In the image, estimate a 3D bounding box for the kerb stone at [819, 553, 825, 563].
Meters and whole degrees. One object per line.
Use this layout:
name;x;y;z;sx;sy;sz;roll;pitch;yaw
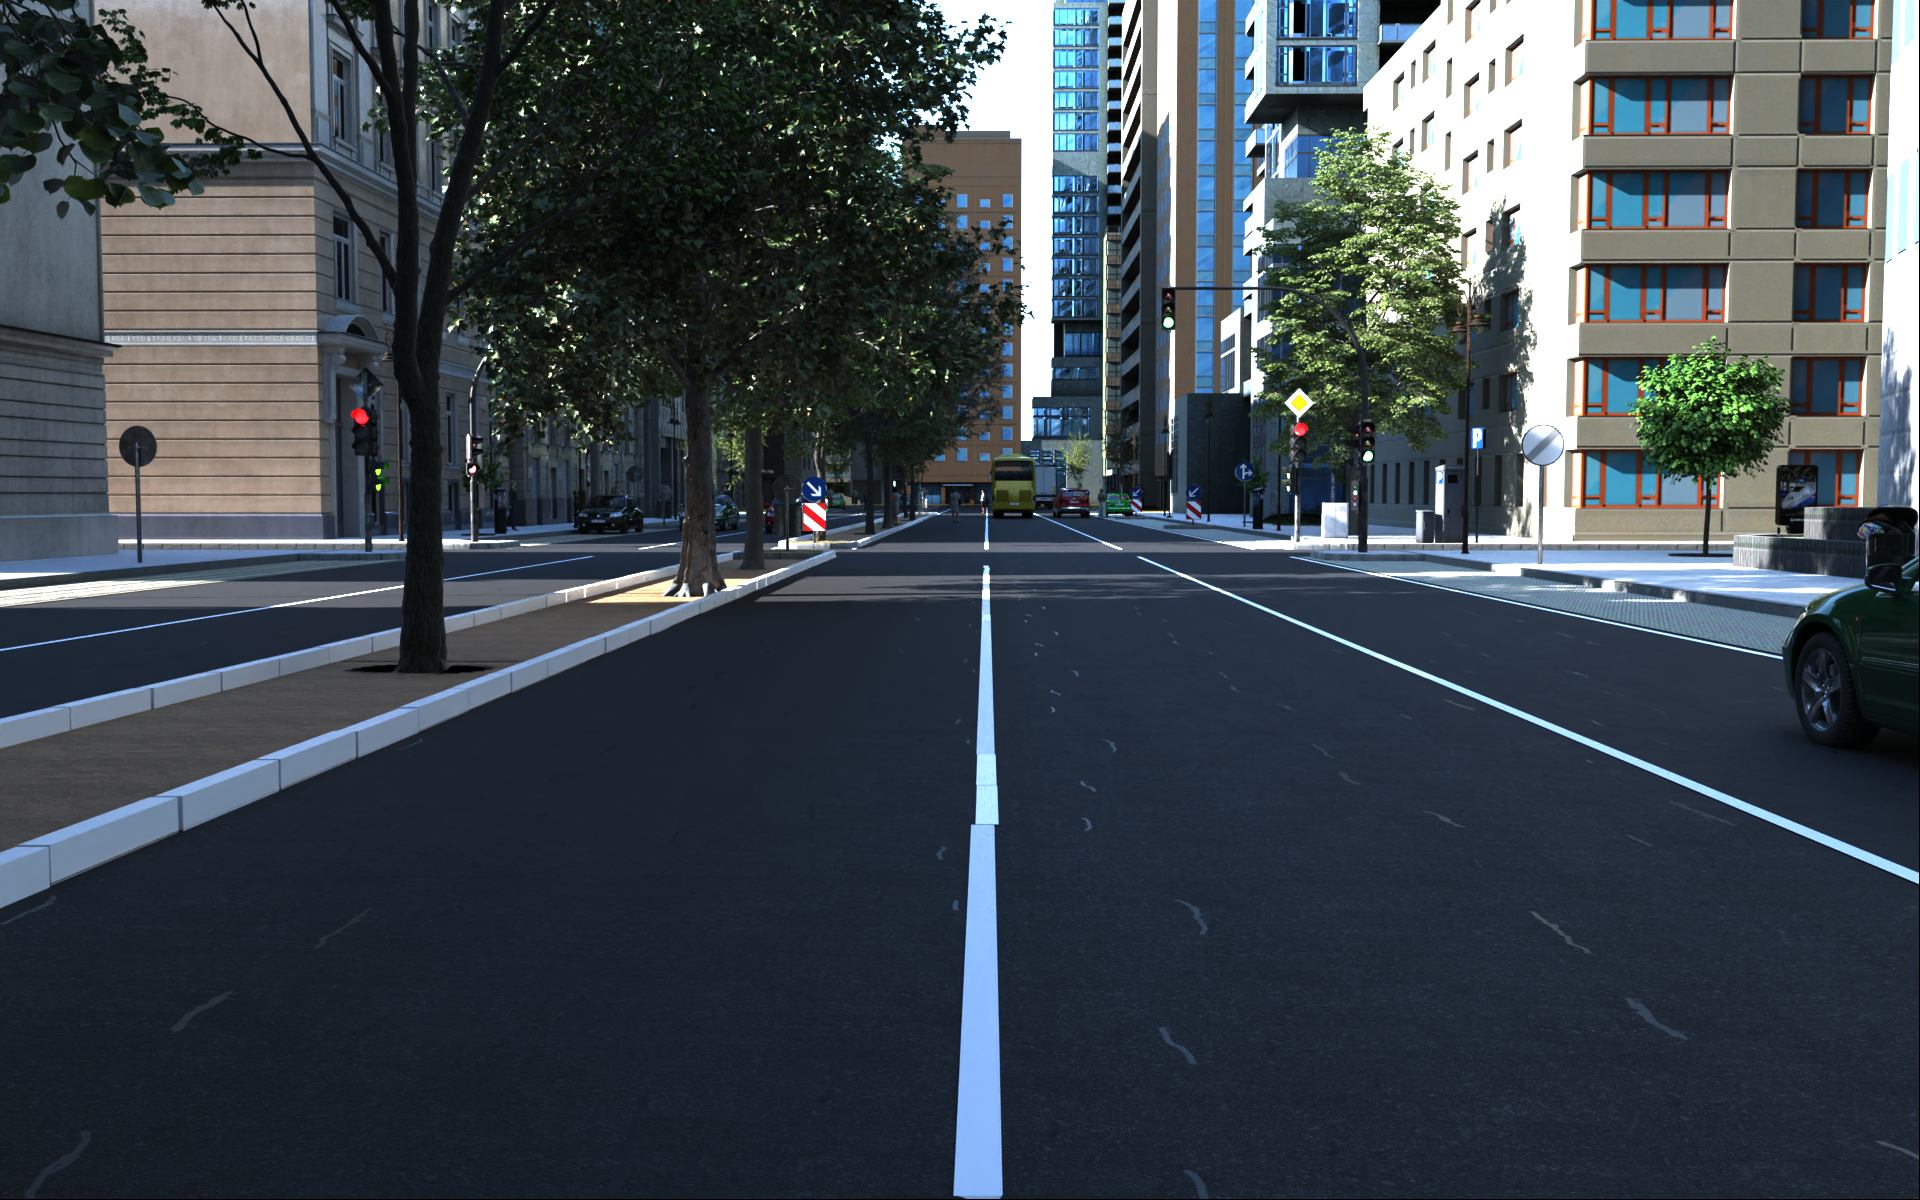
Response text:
kerb stone;-2.921;-0.816;35.544;0.120;0.150;1.000;0;4;1

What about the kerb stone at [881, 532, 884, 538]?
kerb stone;-2.619;-2.041;55.561;0.120;0.150;1.000;0;4;1

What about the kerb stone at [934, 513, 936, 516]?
kerb stone;-1.765;-5.364;109.933;0.120;0.150;1.000;0;4;1

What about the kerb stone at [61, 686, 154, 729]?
kerb stone;-5.414;0.688;10.944;0.120;0.150;1.000;0;4;1

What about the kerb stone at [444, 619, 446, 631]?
kerb stone;-5.316;0.314;17.095;0.120;0.150;1.000;0;4;1

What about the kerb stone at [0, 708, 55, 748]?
kerb stone;-5.423;0.752;9.919;0.120;0.150;1.000;0;4;1

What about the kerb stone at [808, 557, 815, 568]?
kerb stone;-2.958;-0.690;33.482;0.120;0.150;1.000;0;4;1

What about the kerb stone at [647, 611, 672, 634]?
kerb stone;-3.190;0.250;18.104;0.120;0.150;1.000;0;4;1

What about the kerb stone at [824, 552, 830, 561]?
kerb stone;-2.910;-0.879;36.566;0.120;0.150;1.000;0;4;1

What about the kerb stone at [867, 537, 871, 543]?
kerb stone;-2.709;-1.664;49.398;0.120;0.150;1.000;0;4;1

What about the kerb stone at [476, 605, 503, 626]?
kerb stone;-5.280;0.188;19.148;0.120;0.150;1.000;0;4;1

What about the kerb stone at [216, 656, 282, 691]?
kerb stone;-5.373;0.563;12.995;0.120;0.150;1.000;0;4;1

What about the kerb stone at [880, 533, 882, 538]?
kerb stone;-2.626;-1.975;54.539;0.120;0.150;1.000;0;4;1

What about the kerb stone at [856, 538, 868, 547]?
kerb stone;-2.727;-1.600;48.376;0.120;0.150;1.000;0;4;1

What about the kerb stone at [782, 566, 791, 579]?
kerb stone;-3.020;-0.439;29.369;0.120;0.150;1.000;0;4;1

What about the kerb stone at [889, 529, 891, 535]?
kerb stone;-2.552;-2.291;59.658;0.120;0.150;1.000;0;4;1

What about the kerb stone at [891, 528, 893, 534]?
kerb stone;-2.537;-2.351;60.683;0.120;0.150;1.000;0;4;1

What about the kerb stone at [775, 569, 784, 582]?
kerb stone;-3.034;-0.371;28.344;0.120;0.150;1.000;0;4;1

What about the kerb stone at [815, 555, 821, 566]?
kerb stone;-2.938;-0.753;34.521;0.120;0.150;1.000;0;4;1

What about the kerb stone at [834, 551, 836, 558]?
kerb stone;-2.875;-1.004;38.614;0.120;0.150;1.000;0;4;1

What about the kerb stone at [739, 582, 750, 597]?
kerb stone;-3.098;-0.113;24.249;0.120;0.150;1.000;0;4;1

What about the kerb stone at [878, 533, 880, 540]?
kerb stone;-2.647;-1.913;53.510;0.120;0.150;1.000;0;4;1

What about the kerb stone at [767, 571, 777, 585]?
kerb stone;-3.050;-0.314;27.322;0.120;0.150;1.000;0;4;1

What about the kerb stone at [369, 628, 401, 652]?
kerb stone;-5.330;0.374;16.073;0.120;0.150;1.000;0;4;1

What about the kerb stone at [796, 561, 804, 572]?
kerb stone;-2.990;-0.565;31.431;0.120;0.150;1.000;0;4;1

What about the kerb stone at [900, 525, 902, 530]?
kerb stone;-2.437;-2.728;66.843;0.120;0.150;1.000;0;4;1

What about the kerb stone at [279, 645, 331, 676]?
kerb stone;-5.359;0.503;14.019;0.120;0.150;1.000;0;4;1

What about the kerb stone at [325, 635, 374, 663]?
kerb stone;-5.347;0.438;15.042;0.120;0.150;1.000;0;4;1

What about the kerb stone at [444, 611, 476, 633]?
kerb stone;-5.301;0.250;18.125;0.120;0.150;1.000;0;4;1

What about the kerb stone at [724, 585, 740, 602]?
kerb stone;-3.113;-0.063;23.226;0.120;0.150;1.000;0;4;1

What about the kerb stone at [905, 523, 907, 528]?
kerb stone;-2.374;-2.982;70.947;0.120;0.150;1.000;0;4;1

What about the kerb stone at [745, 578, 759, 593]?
kerb stone;-3.091;-0.188;25.270;0.120;0.150;1.000;0;4;1

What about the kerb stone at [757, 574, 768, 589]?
kerb stone;-3.071;-0.251;26.300;0.120;0.150;1.000;0;4;1

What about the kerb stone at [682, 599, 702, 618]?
kerb stone;-3.174;0.125;20.151;0.120;0.150;1.000;0;4;1

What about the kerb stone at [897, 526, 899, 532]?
kerb stone;-2.467;-2.605;64.793;0.120;0.150;1.000;0;4;1

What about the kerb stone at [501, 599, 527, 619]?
kerb stone;-5.265;0.123;20.186;0.120;0.150;1.000;0;4;1

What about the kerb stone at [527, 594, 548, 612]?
kerb stone;-5.259;0.060;21.209;0.120;0.150;1.000;0;4;1

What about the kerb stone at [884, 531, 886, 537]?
kerb stone;-2.595;-2.101;56.586;0.120;0.150;1.000;0;4;1

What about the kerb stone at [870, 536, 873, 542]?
kerb stone;-2.699;-1.725;50.428;0.120;0.150;1.000;0;4;1

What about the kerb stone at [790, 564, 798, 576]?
kerb stone;-3.006;-0.495;30.405;0.120;0.150;1.000;0;4;1

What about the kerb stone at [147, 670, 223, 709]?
kerb stone;-5.392;0.627;11.974;0.120;0.150;1.000;0;4;1

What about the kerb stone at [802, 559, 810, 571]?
kerb stone;-2.972;-0.622;32.453;0.120;0.150;1.000;0;4;1

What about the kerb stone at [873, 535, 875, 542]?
kerb stone;-2.684;-1.786;51.454;0.120;0.150;1.000;0;4;1

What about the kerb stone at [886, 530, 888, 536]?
kerb stone;-2.581;-2.166;57.608;0.120;0.150;1.000;0;4;1

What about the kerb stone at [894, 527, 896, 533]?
kerb stone;-2.495;-2.480;62.741;0.120;0.150;1.000;0;4;1

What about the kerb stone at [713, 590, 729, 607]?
kerb stone;-3.132;0.001;22.204;0.120;0.150;1.000;0;4;1

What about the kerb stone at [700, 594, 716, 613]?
kerb stone;-3.149;0.067;21.178;0.120;0.150;1.000;0;4;1

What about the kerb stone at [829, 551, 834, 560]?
kerb stone;-2.895;-0.942;37.592;0.120;0.150;1.000;0;4;1

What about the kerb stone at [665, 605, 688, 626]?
kerb stone;-3.184;0.188;19.126;0.120;0.150;1.000;0;4;1

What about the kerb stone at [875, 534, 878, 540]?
kerb stone;-2.658;-1.852;52.481;0.120;0.150;1.000;0;4;1
